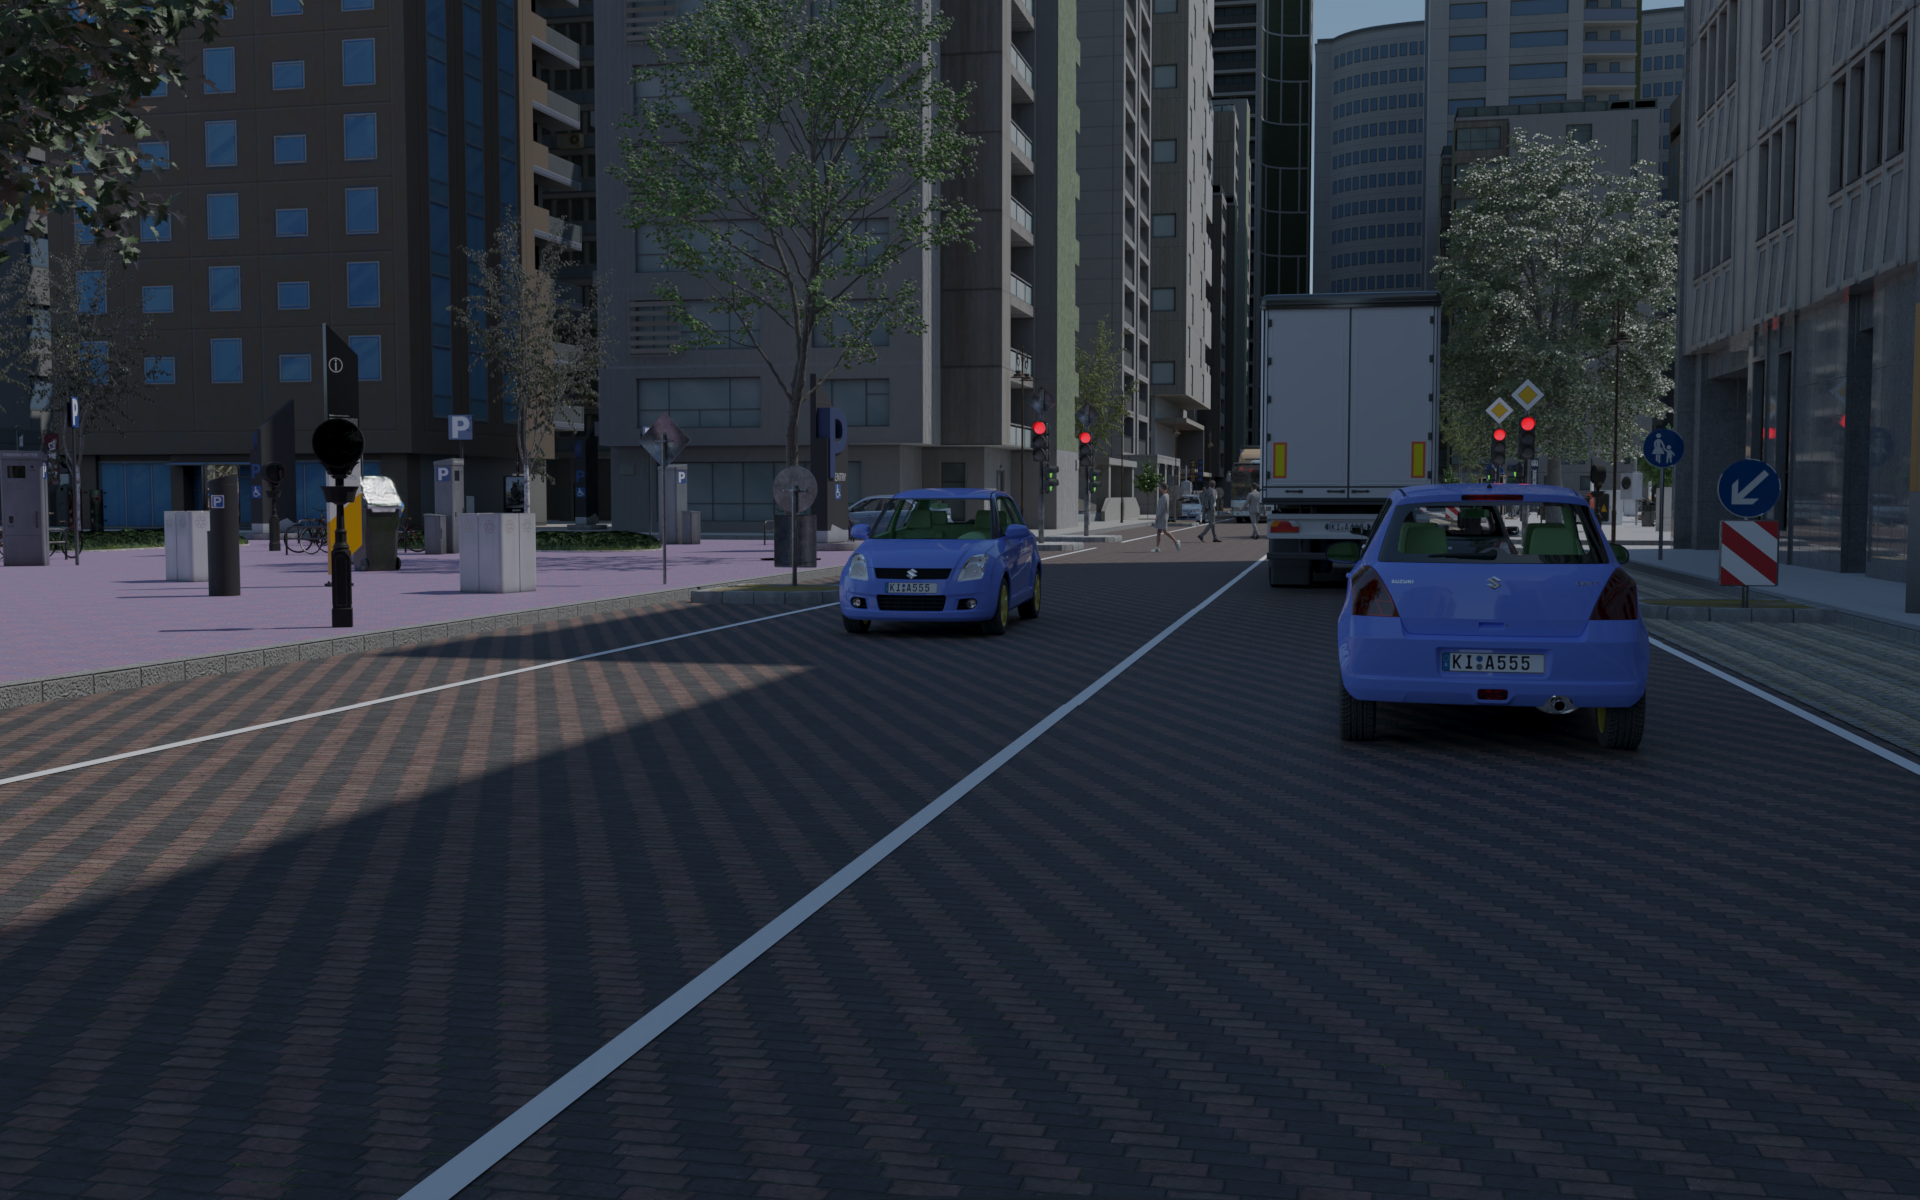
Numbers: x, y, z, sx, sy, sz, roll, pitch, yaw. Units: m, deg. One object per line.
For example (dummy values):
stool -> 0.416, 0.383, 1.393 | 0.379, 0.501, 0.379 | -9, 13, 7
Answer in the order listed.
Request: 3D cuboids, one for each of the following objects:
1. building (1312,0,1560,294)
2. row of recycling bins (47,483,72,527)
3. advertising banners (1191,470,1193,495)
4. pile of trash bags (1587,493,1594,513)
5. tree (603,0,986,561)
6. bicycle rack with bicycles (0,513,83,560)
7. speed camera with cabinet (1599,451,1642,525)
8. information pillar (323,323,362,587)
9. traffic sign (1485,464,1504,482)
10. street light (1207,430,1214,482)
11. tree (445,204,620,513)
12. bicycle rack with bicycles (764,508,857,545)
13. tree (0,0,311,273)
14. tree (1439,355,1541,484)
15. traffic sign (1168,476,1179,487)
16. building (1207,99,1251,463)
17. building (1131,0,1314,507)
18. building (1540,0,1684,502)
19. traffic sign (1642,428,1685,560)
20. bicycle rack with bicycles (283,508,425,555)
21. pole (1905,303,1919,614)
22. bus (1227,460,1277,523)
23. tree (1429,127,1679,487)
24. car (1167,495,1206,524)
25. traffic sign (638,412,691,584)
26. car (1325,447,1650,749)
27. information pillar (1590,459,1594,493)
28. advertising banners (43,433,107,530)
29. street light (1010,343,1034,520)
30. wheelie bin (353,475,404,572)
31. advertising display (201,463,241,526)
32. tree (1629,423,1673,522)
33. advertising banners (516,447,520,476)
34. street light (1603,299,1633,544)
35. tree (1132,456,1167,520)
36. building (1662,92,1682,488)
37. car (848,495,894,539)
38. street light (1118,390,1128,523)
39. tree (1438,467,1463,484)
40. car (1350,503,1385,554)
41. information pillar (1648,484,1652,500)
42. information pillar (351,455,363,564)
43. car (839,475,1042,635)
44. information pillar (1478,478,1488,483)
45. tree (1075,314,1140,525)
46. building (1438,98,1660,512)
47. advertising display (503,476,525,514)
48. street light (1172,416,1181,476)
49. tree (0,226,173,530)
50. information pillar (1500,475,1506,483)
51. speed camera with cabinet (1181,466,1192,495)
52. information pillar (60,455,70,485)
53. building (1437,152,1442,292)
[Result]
building -> 57.978, -41.111, 214.157 | 28.212, 58.520, 21.231 | 1, 4, 13
row of recycling bins -> -36.025, -3.738, 68.234 | 3.534, 1.692, 1.069 | 2, 4, 26
advertising banners -> 14.601, -6.905, 109.091 | 0.090, 3.025, 2.074 | 0, 4, 8
pile of trash bags -> 37.753, -6.017, 108.131 | 3.447, 1.369, 1.912 | 0, 4, -2
tree -> -3.117, -6.566, 33.109 | 9.928, 11.665, 9.643 | 0, 3, 0
bicycle rack with bicycles -> -18.460, -1.235, 33.574 | 2.852, 0.926, 2.925 | 2, 4, 34
speed camera with cabinet -> 27.554, -4.775, 72.400 | 0.660, 3.252, 2.038 | -1, 4, -22
information pillar -> -8.579, -1.999, 24.041 | 0.183, 3.616, 0.504 | 3, 5, 43
traffic sign -> 22.221, -4.403, 72.090 | 0.768, 2.556, 0.104 | 1, 4, 19
street light -> 18.096, -9.335, 125.422 | 0.468, 5.910, 1.993 | 1, 4, 13
tree -> -11.090, -5.797, 45.139 | 4.360, 8.622, 3.978 | 0, 3, 0
bicycle rack with bicycles -> -3.653, -1.883, 44.172 | 2.852, 0.926, 2.925 | 1, 4, 16
tree -> -8.275, -5.602, 8.600 | 9.611, 12.733, 9.660 | 0, 3, 0
tree -> 25.931, -8.094, 82.704 | 4.737, 8.622, 4.395 | 0, 3, 0
traffic sign -> 11.847, -5.753, 96.187 | 0.606, 2.300, 0.079 | 1, 4, 14
building -> 21.692, -30.088, 175.533 | 14.154, 41.232, 14.086 | 1, 4, 13
building -> 33.663, -47.739, 218.788 | 20.611, 71.187, 20.563 | 1, 4, 13
building -> 85.707, -40.758, 208.390 | 28.212, 58.520, 21.231 | 1, 4, 13
traffic sign -> 13.638, -2.052, 33.649 | 0.768, 2.556, 0.104 | 1, 4, 14
bicycle rack with bicycles -> -13.265, -1.460, 37.255 | 2.925, 0.926, 2.852 | 1, 4, 11
pole -> 10.302, -1.512, 18.560 | 0.158, 3.312, 0.155 | 0, 3, 0
bus -> 15.757, -5.799, 89.680 | 2.948, 3.499, 13.247 | 1, 4, 13
tree -> 20.461, -9.343, 59.421 | 9.857, 13.997, 8.962 | 0, 3, 0
car -> 11.065, -4.448, 84.725 | 2.014, 1.417, 4.499 | 1, 4, 13
traffic sign -> -4.191, -1.428, 24.536 | 0.795, 2.450, 0.064 | 1, 4, 15
car -> 3.330, -0.096, 11.160 | 1.945, 1.707, 3.694 | 1, 4, 13
information pillar -> 41.691, -7.516, 114.237 | 0.183, 3.616, 0.504 | 3, 4, 37
advertising banners -> -25.822, -3.324, 50.539 | 0.090, 3.025, 2.074 | 1, 4, 23
street light -> 1.921, -4.928, 53.361 | 0.468, 5.910, 1.993 | 1, 4, 13
wheelie bin -> -9.808, -1.285, 28.924 | 0.693, 1.594, 0.980 | 3, 5, 43
advertising display -> -15.496, -1.905, 36.364 | 0.123, 1.923, 0.974 | 1, 4, 19
tree -> 32.684, -5.889, 79.994 | 4.285, 4.588, 4.351 | 0, 3, 0
advertising banners -> -16.634, -4.184, 64.602 | 0.090, 3.025, 2.074 | -2, 4, -25
street light -> 15.587, -4.181, 41.147 | 0.468, 5.910, 1.993 | 1, 4, 13
tree -> 9.419, -5.666, 87.239 | 1.663, 3.219, 1.824 | 0, 3, 0
building -> 82.360, -32.449, 180.659 | 14.200, 45.320, 14.600 | 1, 4, 13
car -> -2.435, -2.335, 50.174 | 4.499, 1.417, 2.014 | 1, 4, 11
street light -> 7.220, -6.382, 77.133 | 0.468, 5.910, 1.993 | 1, 4, 13
tree -> 31.466, -7.160, 111.667 | 1.663, 3.219, 1.824 | 0, 3, 0
car -> 5.694, -0.671, 20.755 | 2.009, 1.686, 4.222 | 1, 4, 13
information pillar -> 41.177, -6.850, 103.344 | 0.183, 3.616, 0.504 | 2, 4, 32
information pillar -> -11.092, -1.662, 31.674 | 0.304, 2.012, 0.304 | 0, 4, -6
car -> -0.148, -0.568, 18.872 | 1.945, 1.707, 3.694 | 1, 4, 11
information pillar -> 23.220, -4.432, 76.953 | 0.304, 2.012, 0.304 | -1, 4, -9
tree -> 5.360, -7.422, 71.719 | 4.737, 8.622, 4.395 | 0, 3, 0
building -> 44.232, -21.987, 131.182 | 14.160, 30.474, 14.107 | 1, 4, 13
advertising display -> -15.628, -3.403, 60.856 | 0.123, 1.923, 0.974 | 2, 4, 35
street light -> 12.602, -7.850, 101.135 | 0.468, 5.910, 1.993 | 1, 4, 13
tree -> -23.998, -5.923, 47.197 | 4.360, 8.622, 3.978 | 0, 3, 0
information pillar -> 21.161, -3.871, 67.782 | 0.304, 2.012, 0.304 | 2, 4, 32
speed camera with cabinet -> 16.518, -7.752, 121.078 | 2.038, 3.252, 0.660 | 1, 4, 22
information pillar -> -36.776, -4.878, 71.111 | 0.504, 3.616, 0.183 | 1, 4, 11
building -> 47.042, -22.831, 144.984 | 14.160, 30.474, 14.107 | 1, 4, 13
